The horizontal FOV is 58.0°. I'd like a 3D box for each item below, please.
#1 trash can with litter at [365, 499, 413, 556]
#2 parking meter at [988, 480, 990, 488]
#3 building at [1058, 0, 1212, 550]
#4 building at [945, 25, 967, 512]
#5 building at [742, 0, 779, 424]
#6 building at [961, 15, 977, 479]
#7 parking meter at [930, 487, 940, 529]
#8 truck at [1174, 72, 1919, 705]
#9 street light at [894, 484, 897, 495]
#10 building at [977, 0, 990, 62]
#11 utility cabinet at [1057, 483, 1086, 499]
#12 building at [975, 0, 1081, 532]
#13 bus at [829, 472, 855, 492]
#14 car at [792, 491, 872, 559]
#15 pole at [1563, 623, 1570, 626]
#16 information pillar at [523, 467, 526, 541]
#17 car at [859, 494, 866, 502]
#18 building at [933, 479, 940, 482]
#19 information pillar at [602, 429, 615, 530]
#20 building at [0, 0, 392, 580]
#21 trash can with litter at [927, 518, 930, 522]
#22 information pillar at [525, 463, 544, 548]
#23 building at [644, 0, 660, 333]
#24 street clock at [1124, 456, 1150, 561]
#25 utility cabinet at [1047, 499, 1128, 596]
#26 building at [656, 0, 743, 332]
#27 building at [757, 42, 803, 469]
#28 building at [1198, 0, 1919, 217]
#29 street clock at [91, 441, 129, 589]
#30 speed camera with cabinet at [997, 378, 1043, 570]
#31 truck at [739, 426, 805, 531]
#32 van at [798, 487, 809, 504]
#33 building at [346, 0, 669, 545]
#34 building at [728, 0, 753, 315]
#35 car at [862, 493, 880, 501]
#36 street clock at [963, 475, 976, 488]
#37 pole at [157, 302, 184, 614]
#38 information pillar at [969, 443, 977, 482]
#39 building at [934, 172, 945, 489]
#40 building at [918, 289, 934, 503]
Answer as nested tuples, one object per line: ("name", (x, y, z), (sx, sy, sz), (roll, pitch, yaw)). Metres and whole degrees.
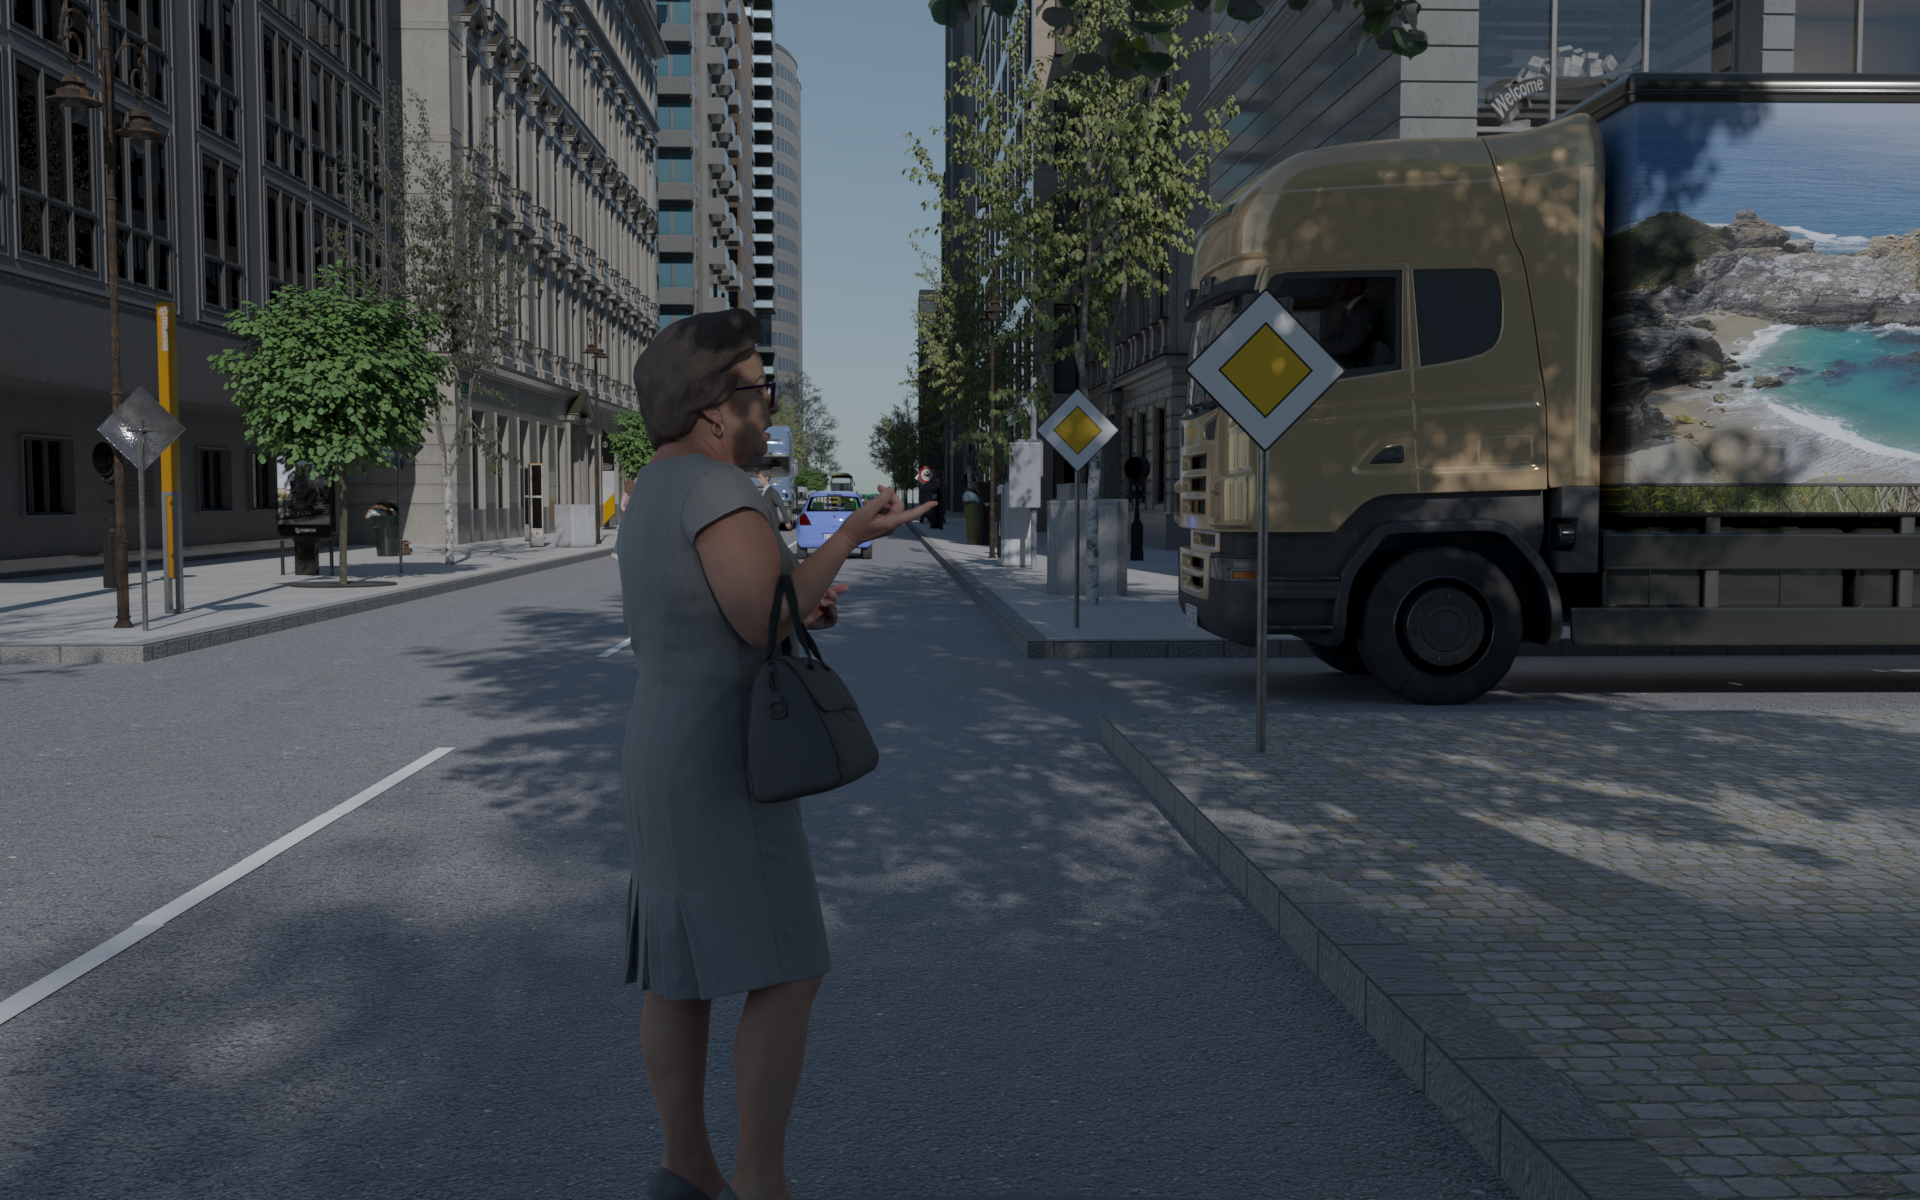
("trash can with litter", (-11.821, -1.502, 35.949), (0.624, 1.170, 1.055), (0, 4, 7))
("parking meter", (1.309, -4.092, 72.609), (0.255, 1.863, 0.399), (0, 4, 3))
("building", (8.961, -11.224, 48.139), (10.561, 19.102, 19.286), (0, 4, -3))
("building", (9.322, -36.343, 136.213), (21.231, 58.520, 28.212), (0, 4, -3))
("building", (-30.261, -53.730, 191.161), (22.319, 86.520, 31.000), (0, 4, -3))
("building", (7.468, -28.454, 115.338), (14.600, 45.320, 14.200), (0, 4, -3))
("parking meter", (-0.922, -3.417, 64.285), (0.372, 1.533, 0.369), (0, 3, 0))
("truck", (6.662, -1.460, 12.792), (11.283, 4.237, 2.839), (0, 4, -1))
("street light", (-6.899, -13.576, 194.751), (0.468, 5.910, 1.993), (0, 4, -3))
("building", (7.903, -25.551, 101.351), (14.154, 41.232, 14.086), (0, 4, -3))
("utility cabinet", (2.281, -1.644, 35.560), (0.318, 1.500, 1.173), (1, 4, 20))
("building", (11.226, -16.546, 75.037), (19.350, 26.468, 34.151), (0, 4, -3))
("bus", (-13.695, -12.783, 200.554), (2.896, 3.916, 12.252), (0, 4, -4))
("car", (-2.857, -1.818, 39.318), (1.945, 1.707, 3.694), (0, 4, -5))
("pole", (5.944, -1.402, 16.774), (0.158, 3.312, 0.155), (0, 3, 0))
("information pillar", (-11.583, -2.589, 46.830), (0.304, 2.012, 0.304), (-3, 5, -41))
("car", (-7.108, -7.238, 127.138), (1.959, 1.807, 4.718), (0, 4, -3))
("building", (11.936, -32.646, 225.638), (32.217, 40.220, 23.993), (0, 4, -3))
("information pillar", (-12.658, -4.341, 62.331), (0.504, 3.616, 0.183), (2, 4, 28))
("building", (-19.915, -14.432, 29.469), (14.314, 27.812, 24.014), (0, 4, -3))
("trash can with litter", (-1.170, -4.131, 78.935), (0.624, 1.170, 1.055), (-1, 4, -19))
("information pillar", (-10.196, -2.272, 41.639), (0.304, 2.012, 0.304), (-2, 4, -23))
("building", (-30.884, -25.086, 102.041), (32.217, 40.220, 23.993), (0, 4, -3))
("street clock", (3.407, -1.758, 33.321), (0.358, 2.002, 0.471), (-3, 5, -45))
("utility cabinet", (1.611, -0.664, 22.020), (1.020, 1.237, 0.306), (2, 4, 31))
("building", (-28.019, -31.162, 129.111), (23.786, 49.044, 30.456), (0, 4, -3))
("building", (-31.395, -41.606, 222.252), (21.231, 58.520, 28.212), (0, 4, -3))
("building", (19.235, -15.095, 24.293), (29.804, 29.767, 11.434), (0, 4, -3))
("street clock", (-11.549, -1.163, 23.580), (0.471, 2.002, 0.358), (2, 4, 26))
("speed camera with cabinet", (1.015, -2.192, 30.182), (0.660, 3.252, 2.038), (0, 4, -4))
("truck", (-8.093, -5.161, 74.139), (2.967, 4.110, 18.799), (0, 4, -3))
("van", (-9.205, -5.506, 97.029), (2.013, 2.044, 4.112), (0, 4, -3))
("building", (-21.584, -17.582, 63.885), (17.030, 29.872, 44.131), (0, 4, -3))
("building", (-25.588, -30.675, 151.651), (14.600, 45.320, 14.200), (0, 4, -3))
("car", (-5.201, -6.075, 108.118), (1.959, 1.807, 4.718), (0, 4, -1))
("street clock", (0.346, -3.611, 63.604), (0.471, 2.002, 0.358), (0, 4, 5))
("pole", (-8.447, -1.510, 18.528), (0.158, 3.312, 0.155), (0, 3, 0))
("information pillar", (0.575, -5.350, 78.832), (0.504, 3.616, 0.183), (3, 5, 44))
("building", (5.223, -23.628, 158.019), (14.160, 30.474, 14.107), (0, 4, -3))
("building", (1.069, -28.915, 244.458), (14.160, 30.474, 14.107), (0, 4, -3))
